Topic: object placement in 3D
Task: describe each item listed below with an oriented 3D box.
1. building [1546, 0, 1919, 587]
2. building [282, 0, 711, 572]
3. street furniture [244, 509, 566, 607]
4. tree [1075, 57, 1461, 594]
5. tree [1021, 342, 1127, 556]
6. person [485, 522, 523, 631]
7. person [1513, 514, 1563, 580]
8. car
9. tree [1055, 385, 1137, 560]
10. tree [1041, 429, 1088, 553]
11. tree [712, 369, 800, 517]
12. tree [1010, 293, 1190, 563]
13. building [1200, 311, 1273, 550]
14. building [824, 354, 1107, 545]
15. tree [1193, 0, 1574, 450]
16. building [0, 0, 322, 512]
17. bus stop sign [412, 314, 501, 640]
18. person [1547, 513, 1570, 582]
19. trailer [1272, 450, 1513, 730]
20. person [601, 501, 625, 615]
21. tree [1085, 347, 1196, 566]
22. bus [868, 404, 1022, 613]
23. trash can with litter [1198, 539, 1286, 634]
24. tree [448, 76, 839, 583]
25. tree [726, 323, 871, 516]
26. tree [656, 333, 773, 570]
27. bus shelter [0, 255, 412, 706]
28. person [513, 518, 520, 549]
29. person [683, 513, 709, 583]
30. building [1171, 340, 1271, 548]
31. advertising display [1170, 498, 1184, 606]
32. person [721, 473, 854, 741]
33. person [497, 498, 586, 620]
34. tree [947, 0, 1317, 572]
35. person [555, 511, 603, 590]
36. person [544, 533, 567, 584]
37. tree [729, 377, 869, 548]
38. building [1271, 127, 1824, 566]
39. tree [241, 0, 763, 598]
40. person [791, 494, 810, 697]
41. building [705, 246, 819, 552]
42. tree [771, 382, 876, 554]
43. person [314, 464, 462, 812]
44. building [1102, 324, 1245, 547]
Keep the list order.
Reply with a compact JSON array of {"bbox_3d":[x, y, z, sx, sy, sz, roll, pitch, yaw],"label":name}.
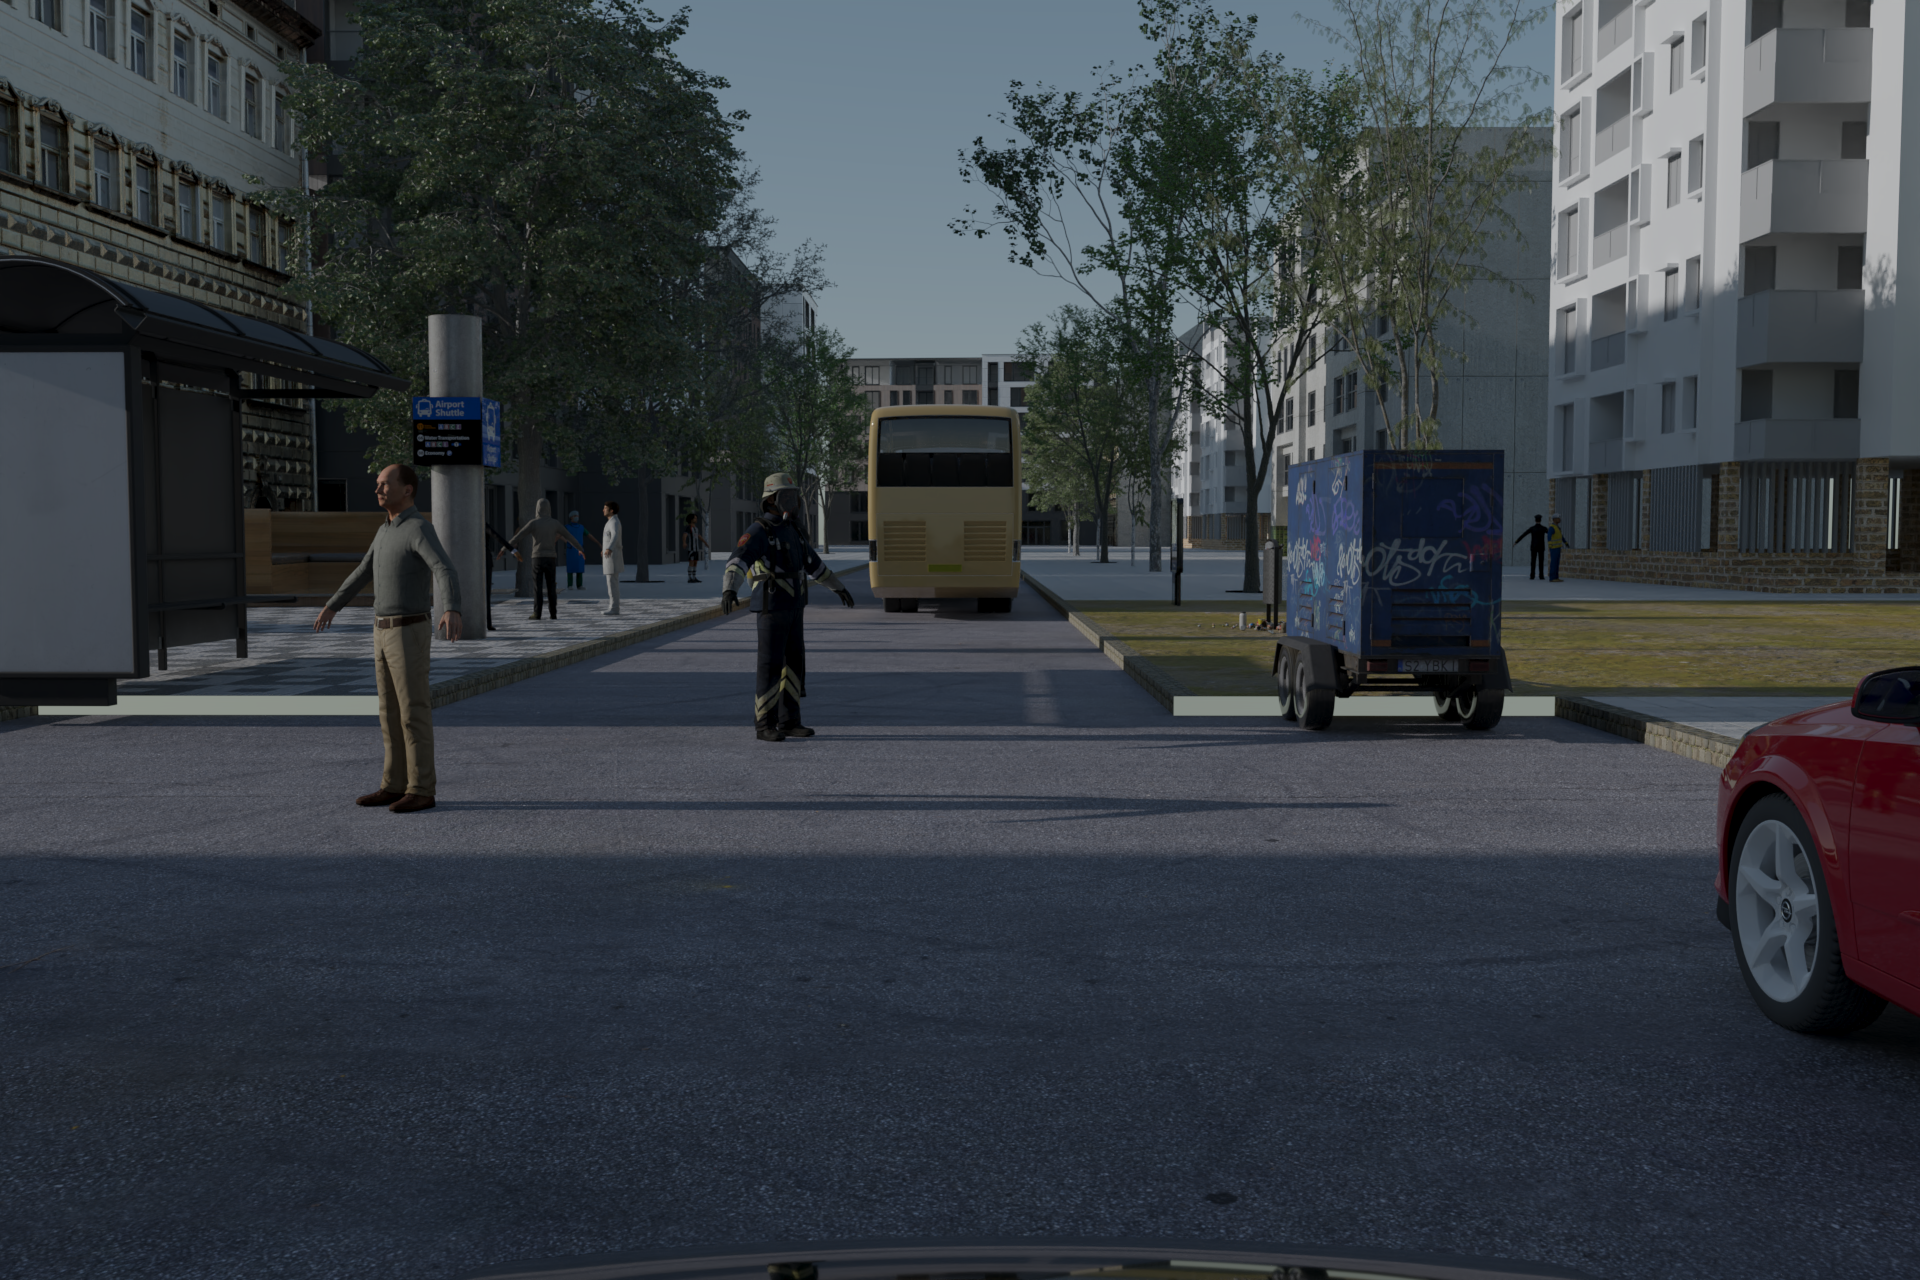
[{"bbox_3d":[22.636,-11.813,49.561,16.016,20.090,11.380,0,4,1],"label":"building"},{"bbox_3d":[-26.328,-13.785,69.360,27.936,21.610,32.646,0,3,0],"label":"building"},{"bbox_3d":[-13.351,-1.682,34.350,11.010,1.723,9.812,-1,4,-9],"label":"street furniture"},{"bbox_3d":[6.536,-6.838,37.561,9.928,11.665,9.643,0,3,0],"label":"tree"},{"bbox_3d":[6.508,-11.232,101.770,7.486,12.596,7.792,0,3,0],"label":"tree"},{"bbox_3d":[-6.360,-1.000,23.073,1.216,1.740,0.721,1,4,22],"label":"person"},{"bbox_3d":[16.242,-2.615,48.688,1.347,1.837,0.705,1,4,22],"label":"person"},{"bbox_3d":[3.235,0.326,3.713,2.155,1.783,4.494,0,4,1],"label":"car"},{"bbox_3d":[6.788,-8.219,84.735,4.360,8.622,3.978,0,3,0],"label":"tree"},{"bbox_3d":[7.613,-10.168,116.606,4.360,8.622,3.978,0,3,0],"label":"tree"},{"bbox_3d":[-8.627,-7.713,76.476,4.360,8.622,3.978,0,3,0],"label":"tree"},{"bbox_3d":[6.267,-9.196,76.113,9.928,11.665,9.643,0,3,0],"label":"tree"},{"bbox_3d":[25.809,-17.816,147.704,16.016,20.090,11.380,0,4,1],"label":"building"},{"bbox_3d":[1.377,-22.202,209.439,32.646,21.610,27.936,0,4,4],"label":"building"},{"bbox_3d":[5.220,-4.201,19.056,4.360,8.622,3.978,0,3,0],"label":"tree"},{"bbox_3d":[-29.059,-12.999,43.463,19.493,23.208,18.063,0,4,1],"label":"building"},{"bbox_3d":[-6.125,-1.964,21.127,0.837,3.901,0.837,0,4,0],"label":"bus stop sign"},{"bbox_3d":[15.940,-2.465,46.275,0.705,1.833,1.349,3,5,39],"label":"person"},{"bbox_3d":[3.198,-0.406,13.684,1.471,1.999,3.904,0,3,0],"label":"trailer"},{"bbox_3d":[-5.571,-1.310,27.603,0.705,1.806,1.347,-1,4,-14],"label":"person"},{"bbox_3d":[7.153,-7.253,68.944,4.737,8.622,4.395,0,3,0],"label":"tree"},{"bbox_3d":[-0.205,-2.624,34.448,2.896,3.916,12.252,0,4,0],"label":"bus"},{"bbox_3d":[4.136,-0.735,23.081,1.678,1.210,2.233,0,4,-1],"label":"trash can with litter"},{"bbox_3d":[-8.264,-8.264,45.491,12.009,13.543,11.850,0,3,0],"label":"tree"},{"bbox_3d":[-7.941,-9.731,84.861,9.928,11.665,9.643,0,3,0],"label":"tree"},{"bbox_3d":[-9.022,-6.844,62.261,4.737,8.622,4.395,0,3,0],"label":"tree"},{"bbox_3d":[-6.790,-1.312,15.368,2.014,3.302,5.546,0,4,2],"label":"bus shelter"},{"bbox_3d":[-10.539,-2.162,42.146,1.217,1.733,0.721,3,5,45],"label":"person"},{"bbox_3d":[-6.990,-2.406,45.483,0.704,1.843,1.345,1,4,19],"label":"person"},{"bbox_3d":[25.903,-19.125,169.118,16.016,20.090,11.380,0,4,0],"label":"building"},{"bbox_3d":[3.910,-1.592,31.249,0.123,1.923,0.974,0,4,0],"label":"advertising display"},{"bbox_3d":[-1.239,-0.236,12.101,0.705,1.856,1.354,2,4,35],"label":"person"},{"bbox_3d":[-6.241,-1.212,25.948,1.348,1.813,0.705,-2,4,-30],"label":"person"},{"bbox_3d":[5.887,-12.323,57.376,12.611,20.169,13.585,0,3,0],"label":"tree"},{"bbox_3d":[-8.848,-2.063,39.855,1.347,1.817,0.704,-3,5,-39],"label":"person"},{"bbox_3d":[-10.495,-2.334,44.024,1.347,1.847,0.705,1,4,18],"label":"person"},{"bbox_3d":[-8.512,-9.981,97.600,8.767,10.594,7.601,-2,4,-30],"label":"tree"},{"bbox_3d":[26.193,-13.304,83.980,16.747,18.905,31.486,0,4,1],"label":"building"},{"bbox_3d":[-8.855,-7.843,34.888,9.857,13.997,8.962,0,3,0],"label":"tree"},{"bbox_3d":[-1.520,-0.403,15.278,0.704,1.802,1.346,-1,4,-18],"label":"person"},{"bbox_3d":[-26.763,-18.071,139.430,27.936,21.610,32.646,0,4,0],"label":"building"},{"bbox_3d":[-8.575,-11.346,111.261,9.928,11.665,9.643,0,3,0],"label":"tree"},{"bbox_3d":[-2.940,-0.020,9.048,1.348,1.796,0.705,3,5,42],"label":"person"},{"bbox_3d":[25.154,-21.564,183.506,19.493,23.208,18.063,0,4,0],"label":"building"}]
